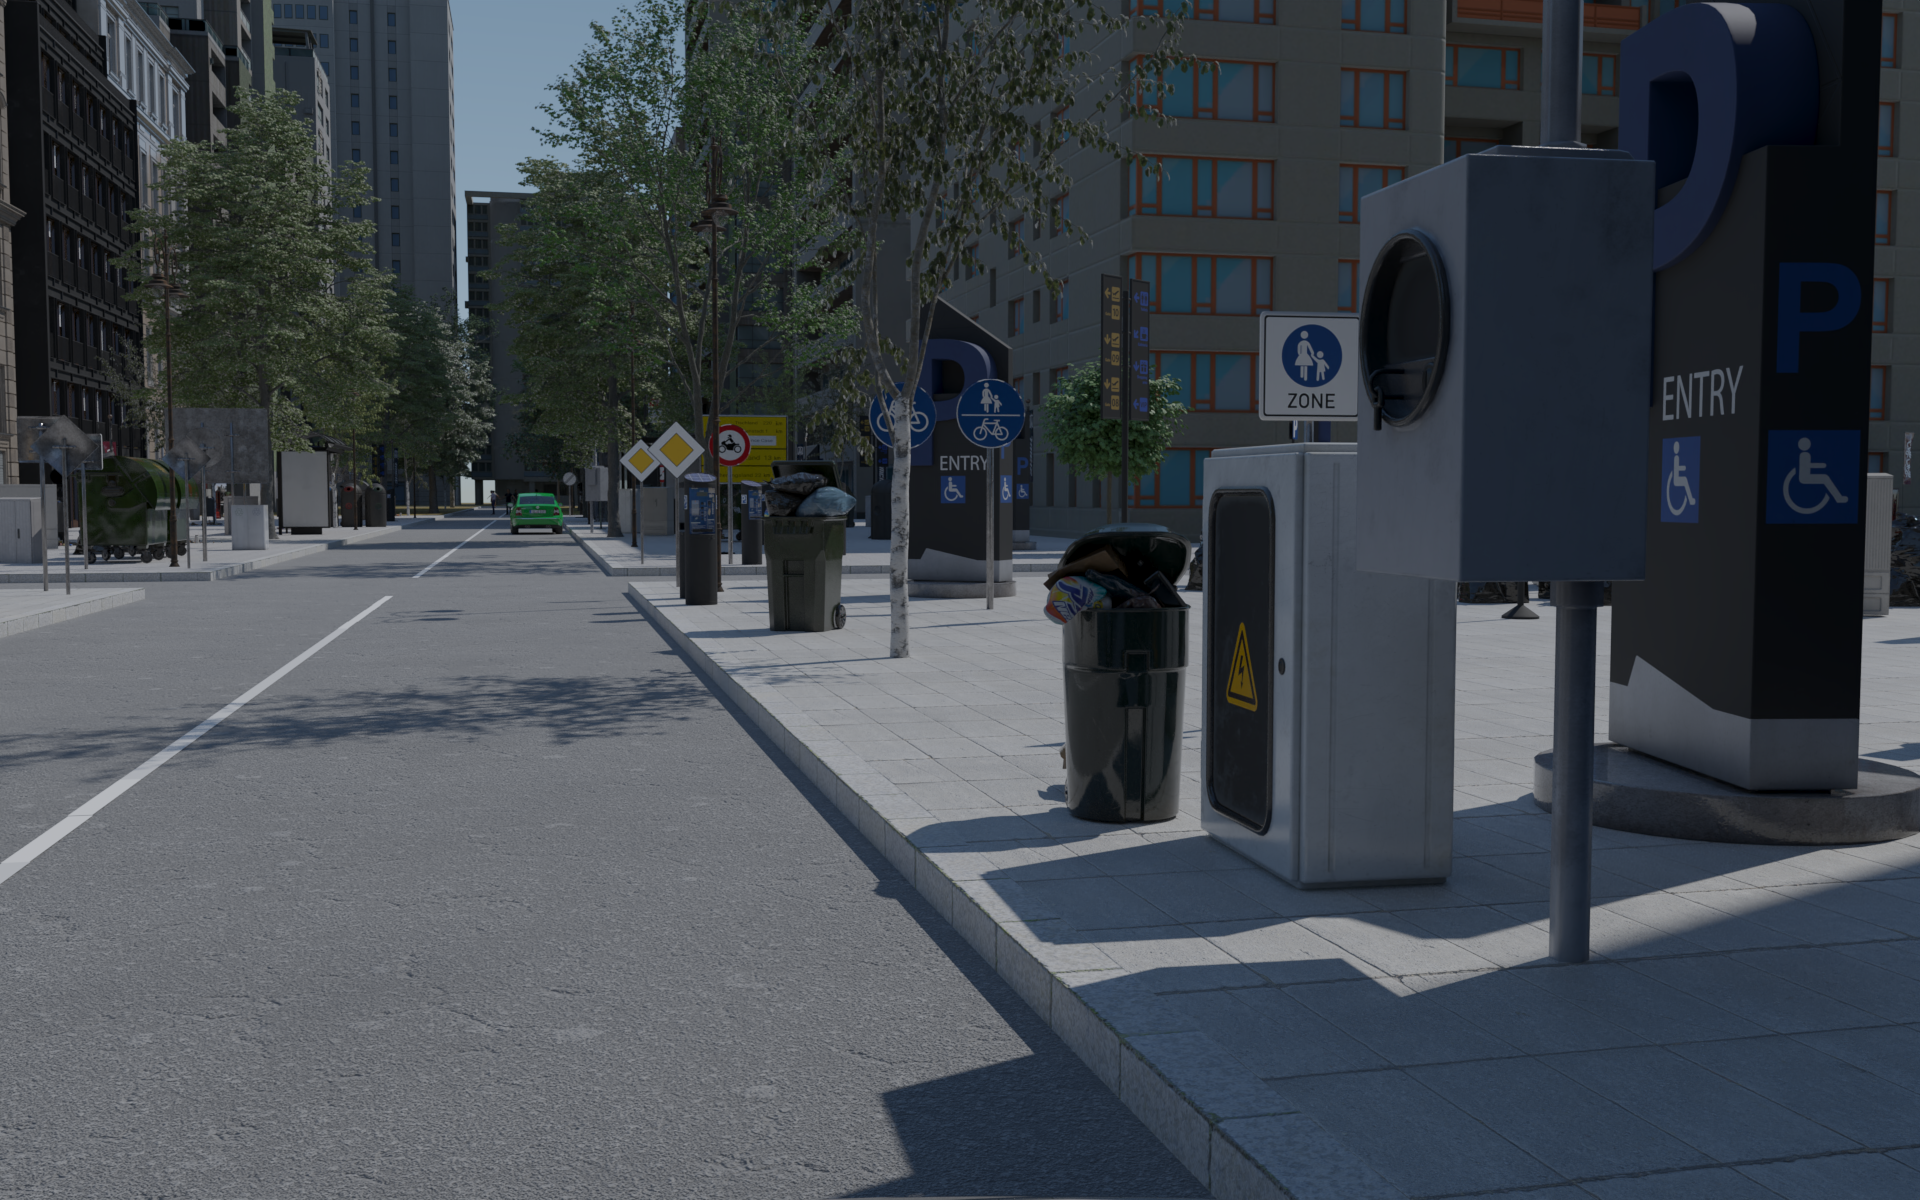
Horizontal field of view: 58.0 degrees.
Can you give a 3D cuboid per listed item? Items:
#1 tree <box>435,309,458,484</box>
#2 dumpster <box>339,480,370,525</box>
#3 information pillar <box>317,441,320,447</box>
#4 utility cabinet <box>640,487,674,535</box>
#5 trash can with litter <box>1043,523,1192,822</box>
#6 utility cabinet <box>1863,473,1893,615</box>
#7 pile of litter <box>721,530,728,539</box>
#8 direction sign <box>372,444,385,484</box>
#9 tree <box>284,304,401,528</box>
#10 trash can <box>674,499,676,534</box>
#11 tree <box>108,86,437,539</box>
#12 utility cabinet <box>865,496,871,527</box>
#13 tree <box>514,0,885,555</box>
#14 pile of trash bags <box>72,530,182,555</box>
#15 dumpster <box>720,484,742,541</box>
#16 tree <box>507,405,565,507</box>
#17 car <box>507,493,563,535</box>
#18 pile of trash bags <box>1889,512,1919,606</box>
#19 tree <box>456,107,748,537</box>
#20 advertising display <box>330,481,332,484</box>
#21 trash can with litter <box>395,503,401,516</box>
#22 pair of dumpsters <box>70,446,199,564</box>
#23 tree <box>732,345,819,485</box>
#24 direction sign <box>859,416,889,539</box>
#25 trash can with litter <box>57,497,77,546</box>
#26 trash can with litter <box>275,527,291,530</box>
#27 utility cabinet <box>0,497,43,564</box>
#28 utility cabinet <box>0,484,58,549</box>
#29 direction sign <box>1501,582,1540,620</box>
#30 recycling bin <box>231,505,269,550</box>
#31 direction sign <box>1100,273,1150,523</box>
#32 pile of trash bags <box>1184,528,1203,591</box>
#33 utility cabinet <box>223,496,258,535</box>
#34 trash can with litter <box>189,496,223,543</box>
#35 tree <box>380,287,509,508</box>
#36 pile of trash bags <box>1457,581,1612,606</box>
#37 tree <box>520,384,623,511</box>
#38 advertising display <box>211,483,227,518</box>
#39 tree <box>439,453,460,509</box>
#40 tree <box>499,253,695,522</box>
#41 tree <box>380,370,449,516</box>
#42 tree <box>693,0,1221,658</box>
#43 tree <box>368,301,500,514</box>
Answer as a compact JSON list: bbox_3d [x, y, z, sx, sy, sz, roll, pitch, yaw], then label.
[{"bbox_3d":[-28.673,-10.339,87.170,7.486,12.596,7.792,0,3,0],"label":"tree"},{"bbox_3d":[-24.419,-3.933,70.070,1.264,1.857,1.865,-1,4,-14],"label":"dumpster"},{"bbox_3d":[-28.364,-5.215,76.627,0.183,3.616,0.504,-2,4,-25],"label":"information pillar"},{"bbox_3d":[-9.337,-2.731,53.335,1.173,1.500,0.318,3,4,36],"label":"utility cabinet"},{"bbox_3d":[0.583,0.261,7.123,0.624,1.170,1.055,0,4,-6],"label":"trash can with litter"},{"bbox_3d":[9.147,-0.587,18.283,1.173,1.500,0.318,1,4,15],"label":"utility cabinet"},{"bbox_3d":[-7.220,-2.184,49.680,1.176,0.858,1.719,-1,4,-13],"label":"pile of litter"},{"bbox_3d":[-26.454,-5.309,78.805,0.379,3.537,0.876,1,4,17],"label":"direction sign"},{"bbox_3d":[-23.449,-7.014,65.036,4.737,8.622,4.395,0,3,0],"label":"tree"},{"bbox_3d":[-9.355,-2.685,55.549,0.748,1.137,0.748,0,3,0],"label":"trash can"},{"bbox_3d":[-19.484,-7.968,48.407,7.486,12.596,7.792,0,3,0],"label":"tree"},{"bbox_3d":[-3.165,-3.430,67.244,1.020,1.237,0.306,2,4,23],"label":"utility cabinet"},{"bbox_3d":[-5.347,-6.764,36.352,9.928,11.665,9.643,0,3,0],"label":"tree"},{"bbox_3d":[-18.038,-1.741,38.219,1.912,1.369,3.447,0,4,-4],"label":"pile of trash bags"},{"bbox_3d":[-6.293,-2.703,46.682,1.502,2.255,1.985,-1,4,-14],"label":"dumpster"},{"bbox_3d":[-40.963,-16.250,176.057,12.009,13.543,11.850,0,3,0],"label":"tree"},{"bbox_3d":[-15.410,-3.308,62.883,1.959,1.807,4.718,-1,4,-16],"label":"car"},{"bbox_3d":[12.138,-0.620,19.895,3.447,1.369,1.912,2,4,28],"label":"pile of trash bags"},{"bbox_3d":[-10.173,-8.127,50.996,7.486,12.596,7.792,0,3,0],"label":"tree"},{"bbox_3d":[-29.660,-4.685,81.820,0.123,1.923,0.974,-2,4,-28],"label":"advertising display"},{"bbox_3d":[-33.099,-5.437,99.945,2.233,1.210,1.678,1,4,15],"label":"trash can with litter"},{"bbox_3d":[-16.030,-1.911,33.733,1.574,2.255,4.437,-1,4,-14],"label":"pair of dumpsters"},{"bbox_3d":[-9.024,-8.225,84.845,4.737,8.622,4.395,0,3,0],"label":"tree"},{"bbox_3d":[-2.481,-3.549,50.018,0.876,3.537,0.379,1,4,17],"label":"direction sign"},{"bbox_3d":[-22.587,-1.923,42.505,1.678,1.210,2.233,1,4,16],"label":"trash can with litter"},{"bbox_3d":[-24.393,-3.166,62.826,2.233,1.210,1.678,-3,5,-43],"label":"trash can with litter"},{"bbox_3d":[-17.497,-1.284,32.149,1.020,1.237,0.306,1,4,22],"label":"utility cabinet"},{"bbox_3d":[-21.300,-1.888,39.551,1.173,1.500,0.318,-3,5,-41],"label":"utility cabinet"},{"bbox_3d":[5.784,-1.576,17.769,0.379,3.537,0.876,2,4,26],"label":"direction sign"},{"bbox_3d":[-16.330,-1.669,39.837,0.722,1.027,0.722,-1,4,-16],"label":"recycling bin"},{"bbox_3d":[1.734,-1.603,18.204,0.379,3.537,0.876,3,5,39],"label":"direction sign"},{"bbox_3d":[4.352,-0.887,24.256,1.912,1.369,3.447,1,4,21],"label":"pile of trash bags"},{"bbox_3d":[-22.838,-2.683,55.032,0.306,1.237,1.020,3,4,39],"label":"utility cabinet"},{"bbox_3d":[-20.501,-2.118,45.680,1.678,1.210,2.233,-2,4,-32],"label":"trash can with litter"},{"bbox_3d":[-48.219,-18.645,160.733,12.611,20.169,13.585,0,3,0],"label":"tree"},{"bbox_3d":[7.547,-0.666,20.650,3.447,1.369,1.912,1,4,20],"label":"pile of trash bags"},{"bbox_3d":[-28.916,-13.789,132.110,9.857,13.997,8.962,0,3,0],"label":"tree"},{"bbox_3d":[-40.352,-5.454,94.381,0.123,1.923,0.974,2,4,27],"label":"advertising display"},{"bbox_3d":[-43.042,-11.856,144.210,4.737,8.622,4.395,0,3,0],"label":"tree"},{"bbox_3d":[-16.339,-9.962,79.886,9.611,12.733,9.660,0,3,0],"label":"tree"},{"bbox_3d":[-32.595,-9.321,102.766,4.360,8.622,3.978,0,3,0],"label":"tree"},{"bbox_3d":[-0.310,-3.864,13.531,4.360,8.622,3.978,0,3,0],"label":"tree"},{"bbox_3d":[-34.708,-12.677,113.928,9.857,13.997,8.962,0,3,0],"label":"tree"}]
